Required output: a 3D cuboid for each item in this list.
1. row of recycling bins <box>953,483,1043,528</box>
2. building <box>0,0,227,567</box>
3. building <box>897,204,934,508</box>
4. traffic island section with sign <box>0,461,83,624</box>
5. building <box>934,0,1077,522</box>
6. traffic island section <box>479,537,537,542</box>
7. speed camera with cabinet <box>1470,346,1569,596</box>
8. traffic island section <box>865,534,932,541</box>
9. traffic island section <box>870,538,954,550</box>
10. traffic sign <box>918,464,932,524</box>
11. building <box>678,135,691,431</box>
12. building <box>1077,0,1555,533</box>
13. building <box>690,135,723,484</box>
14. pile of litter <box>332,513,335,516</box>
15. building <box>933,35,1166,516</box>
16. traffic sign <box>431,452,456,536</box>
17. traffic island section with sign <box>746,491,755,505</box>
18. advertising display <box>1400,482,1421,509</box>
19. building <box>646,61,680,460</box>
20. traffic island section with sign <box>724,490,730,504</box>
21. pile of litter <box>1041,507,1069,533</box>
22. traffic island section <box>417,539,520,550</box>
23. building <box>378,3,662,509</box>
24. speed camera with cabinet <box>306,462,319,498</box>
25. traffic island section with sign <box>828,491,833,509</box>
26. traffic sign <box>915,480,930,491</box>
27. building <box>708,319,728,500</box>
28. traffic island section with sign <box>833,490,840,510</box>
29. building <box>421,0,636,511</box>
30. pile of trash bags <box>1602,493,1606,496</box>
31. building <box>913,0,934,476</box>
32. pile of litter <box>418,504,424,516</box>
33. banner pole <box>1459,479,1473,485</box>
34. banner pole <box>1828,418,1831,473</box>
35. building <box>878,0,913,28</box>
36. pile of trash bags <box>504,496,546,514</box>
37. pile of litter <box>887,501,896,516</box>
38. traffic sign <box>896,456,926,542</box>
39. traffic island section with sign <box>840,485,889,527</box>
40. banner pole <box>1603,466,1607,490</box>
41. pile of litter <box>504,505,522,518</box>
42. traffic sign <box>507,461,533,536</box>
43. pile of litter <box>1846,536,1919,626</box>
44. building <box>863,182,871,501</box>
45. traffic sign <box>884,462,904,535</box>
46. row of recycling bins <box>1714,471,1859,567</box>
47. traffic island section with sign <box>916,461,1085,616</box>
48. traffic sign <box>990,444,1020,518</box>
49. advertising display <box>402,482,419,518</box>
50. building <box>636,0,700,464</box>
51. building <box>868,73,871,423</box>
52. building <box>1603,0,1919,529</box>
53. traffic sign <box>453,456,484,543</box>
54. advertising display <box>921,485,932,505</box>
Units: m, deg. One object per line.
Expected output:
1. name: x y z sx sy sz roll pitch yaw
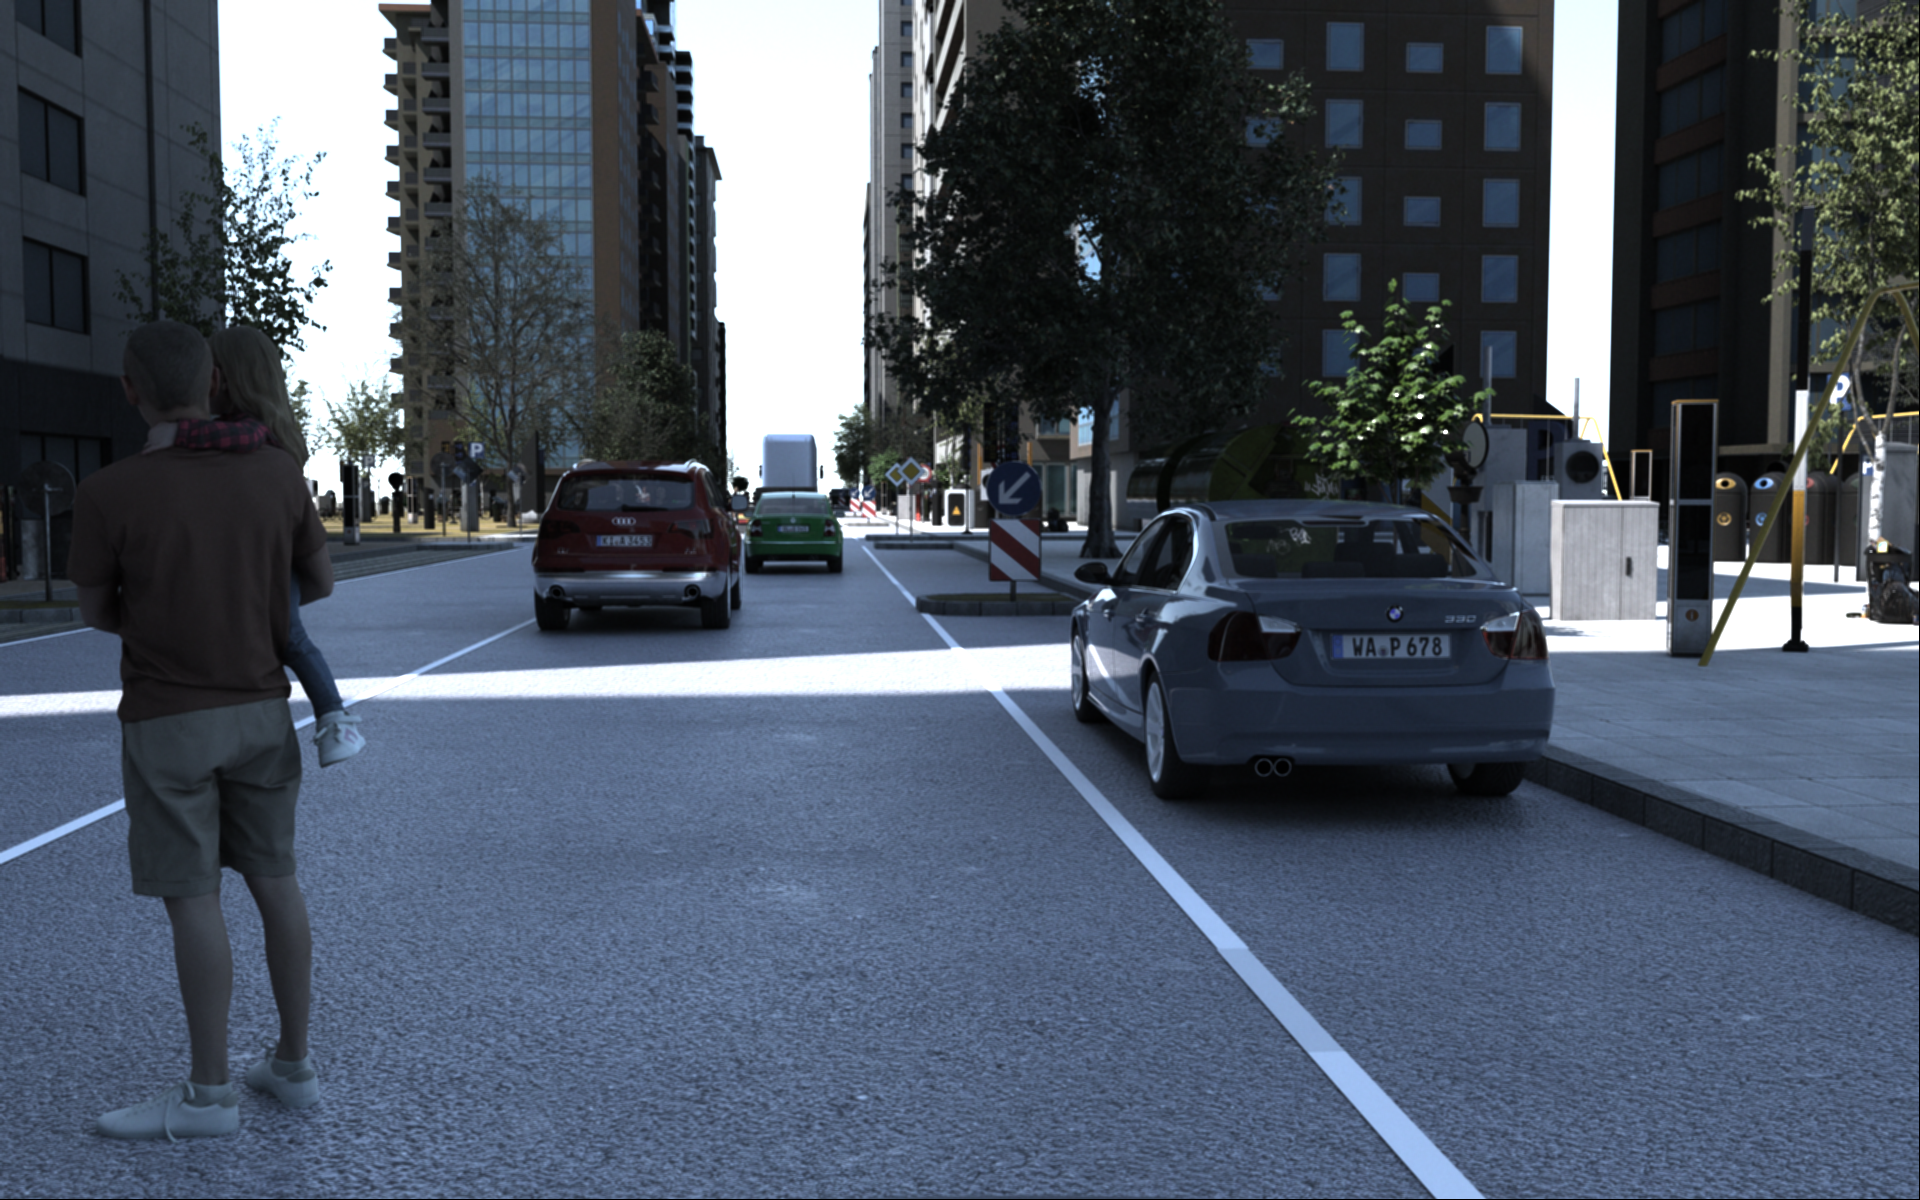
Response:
1. row of recycling bins: 1.388 -3.530 64.831 3.534 1.692 1.069 1 4 17
2. building: -27.392 -36.275 31.356 20.611 71.187 20.563 0 4 -5
3. building: 0.827 -24.215 167.622 14.160 30.474 14.107 0 4 -5
4. traffic island section with sign: -10.733 -0.693 19.966 1.989 1.847 2.006 0 4 -5
5. building: 10.000 -28.463 89.069 21.300 48.544 21.600 0 4 -5
6. traffic island section: -13.495 -1.888 53.146 2.009 0.180 2.903 0 4 -5
7. speed camera with cabinet: 7.233 -1.729 22.605 0.660 3.252 2.038 0 4 2
8. traffic island section: -1.944 -1.946 54.104 2.009 0.180 2.903 0 4 -5
9. traffic island section: -1.278 -1.460 46.147 2.009 0.180 2.903 0 4 -5
10. traffic sign: -1.574 -4.516 73.949 0.768 2.556 0.104 0 4 -1
11. building: -37.263 -31.033 190.991 14.154 41.232 14.086 0 4 -5
12. building: 12.074 -25.277 63.382 14.200 45.320 14.600 0 4 -5
13. building: -50.039 -40.823 256.690 28.713 52.752 27.495 0 4 -5
14. pile of litter: -37.705 -5.397 102.199 1.719 0.858 1.176 0 4 8
15. building: 5.570 -28.797 120.948 14.600 45.320 14.200 0 4 -5
16. traffic sign: -15.686 -3.211 52.600 0.768 2.556 0.104 0 4 -2
17. traffic island section with sign: -30.976 -15.496 261.980 1.989 1.847 2.006 0 4 -5
18. advertising display: 11.180 -2.254 42.065 0.974 1.923 0.123 2 4 28
19. building: -36.104 -32.179 176.242 14.600 45.320 14.200 0 4 -5
20. traffic island section with sign: -24.069 -10.440 179.327 1.989 1.847 2.006 0 4 -5
21. pile of litter: 2.928 -2.696 58.037 1.719 0.858 1.176 -2 4 -26
22. traffic island section: -12.829 -1.401 45.188 2.009 0.180 2.903 0 4 -5
23. building: -38.498 -30.573 154.490 22.147 44.769 28.867 0 4 -5
24. speed camera with cabinet: -39.467 -6.741 104.543 0.660 3.252 2.038 0 4 7
25. traffic island section with sign: -10.604 -8.872 153.688 1.989 1.847 2.006 0 4 -5
26. traffic sign: -1.861 -5.003 81.807 0.884 2.594 0.081 0 3 0
27. building: -44.942 -31.011 278.729 14.160 30.474 14.107 0 4 -5
28. traffic island section with sign: -6.417 -5.810 103.628 1.989 1.847 2.006 0 4 -5
29. building: -32.458 -29.560 133.409 14.600 45.320 14.200 0 4 -5
30. pile of trash bags: 41.717 -6.077 109.118 3.447 1.369 1.912 -1 4 -9
31. building: 10.127 -34.107 146.883 28.713 52.752 27.495 0 4 -5
32. pile of litter: -31.663 -5.364 101.668 1.176 0.858 1.719 -1 4 -11
33. banner pole: 16.370 -3.990 55.247 0.863 3.779 0.401 0 4 5
34. banner pole: 28.511 -4.089 56.869 0.401 3.779 0.863 2 4 31
35. building: 1.673 -39.513 188.030 21.231 58.520 28.212 0 4 -5
36. pile of trash bags: -25.581 -5.660 102.295 3.447 1.369 1.912 3 5 40
37. pile of litter: -3.632 -5.308 100.750 1.176 0.858 1.719 -2 4 -29
38. traffic sign: -1.300 -2.595 46.068 0.795 2.450 0.064 0 4 -5
39. traffic island section with sign: -4.174 -4.167 76.766 1.989 1.847 2.006 0 4 -5
40. banner pole: 49.776 -8.805 133.971 0.863 3.779 0.401 0 4 1
41. pile of litter: -23.677 -4.784 92.183 1.719 0.858 1.176 -2 4 -29
42. traffic sign: -13.472 -3.024 53.086 0.795 2.450 0.064 0 4 -5
43. pile of litter: 9.634 -0.216 17.502 1.176 0.858 1.719 2 4 24
44. building: -3.332 -38.658 255.755 21.300 48.544 21.600 0 4 -5
45. traffic sign: -1.967 -3.082 54.025 0.795 2.450 0.064 0 4 -5
46. row of recycling bins: 15.337 -1.515 31.882 1.069 1.692 3.534 -2 4 -33
47. traffic island section with sign: 0.472 -0.774 21.290 1.989 1.847 2.006 0 4 -5
48. traffic sign: 1.131 -2.678 43.895 0.768 2.556 0.104 0 4 -4
49. advertising display: -29.941 -5.452 94.352 0.123 1.923 0.974 3 5 40
50. building: -44.706 -55.885 226.383 22.319 86.520 31.000 0 4 -5
51. building: -1.478 -42.120 230.658 21.231 58.520 28.212 0 4 -5
52. building: 41.187 -25.384 69.651 28.867 44.769 22.147 0 4 -5
53. traffic sign: -12.806 -2.537 45.129 0.795 2.450 0.064 0 4 -5
54. advertising display: -2.184 -6.841 117.065 0.974 1.923 0.123 -1 4 -14
